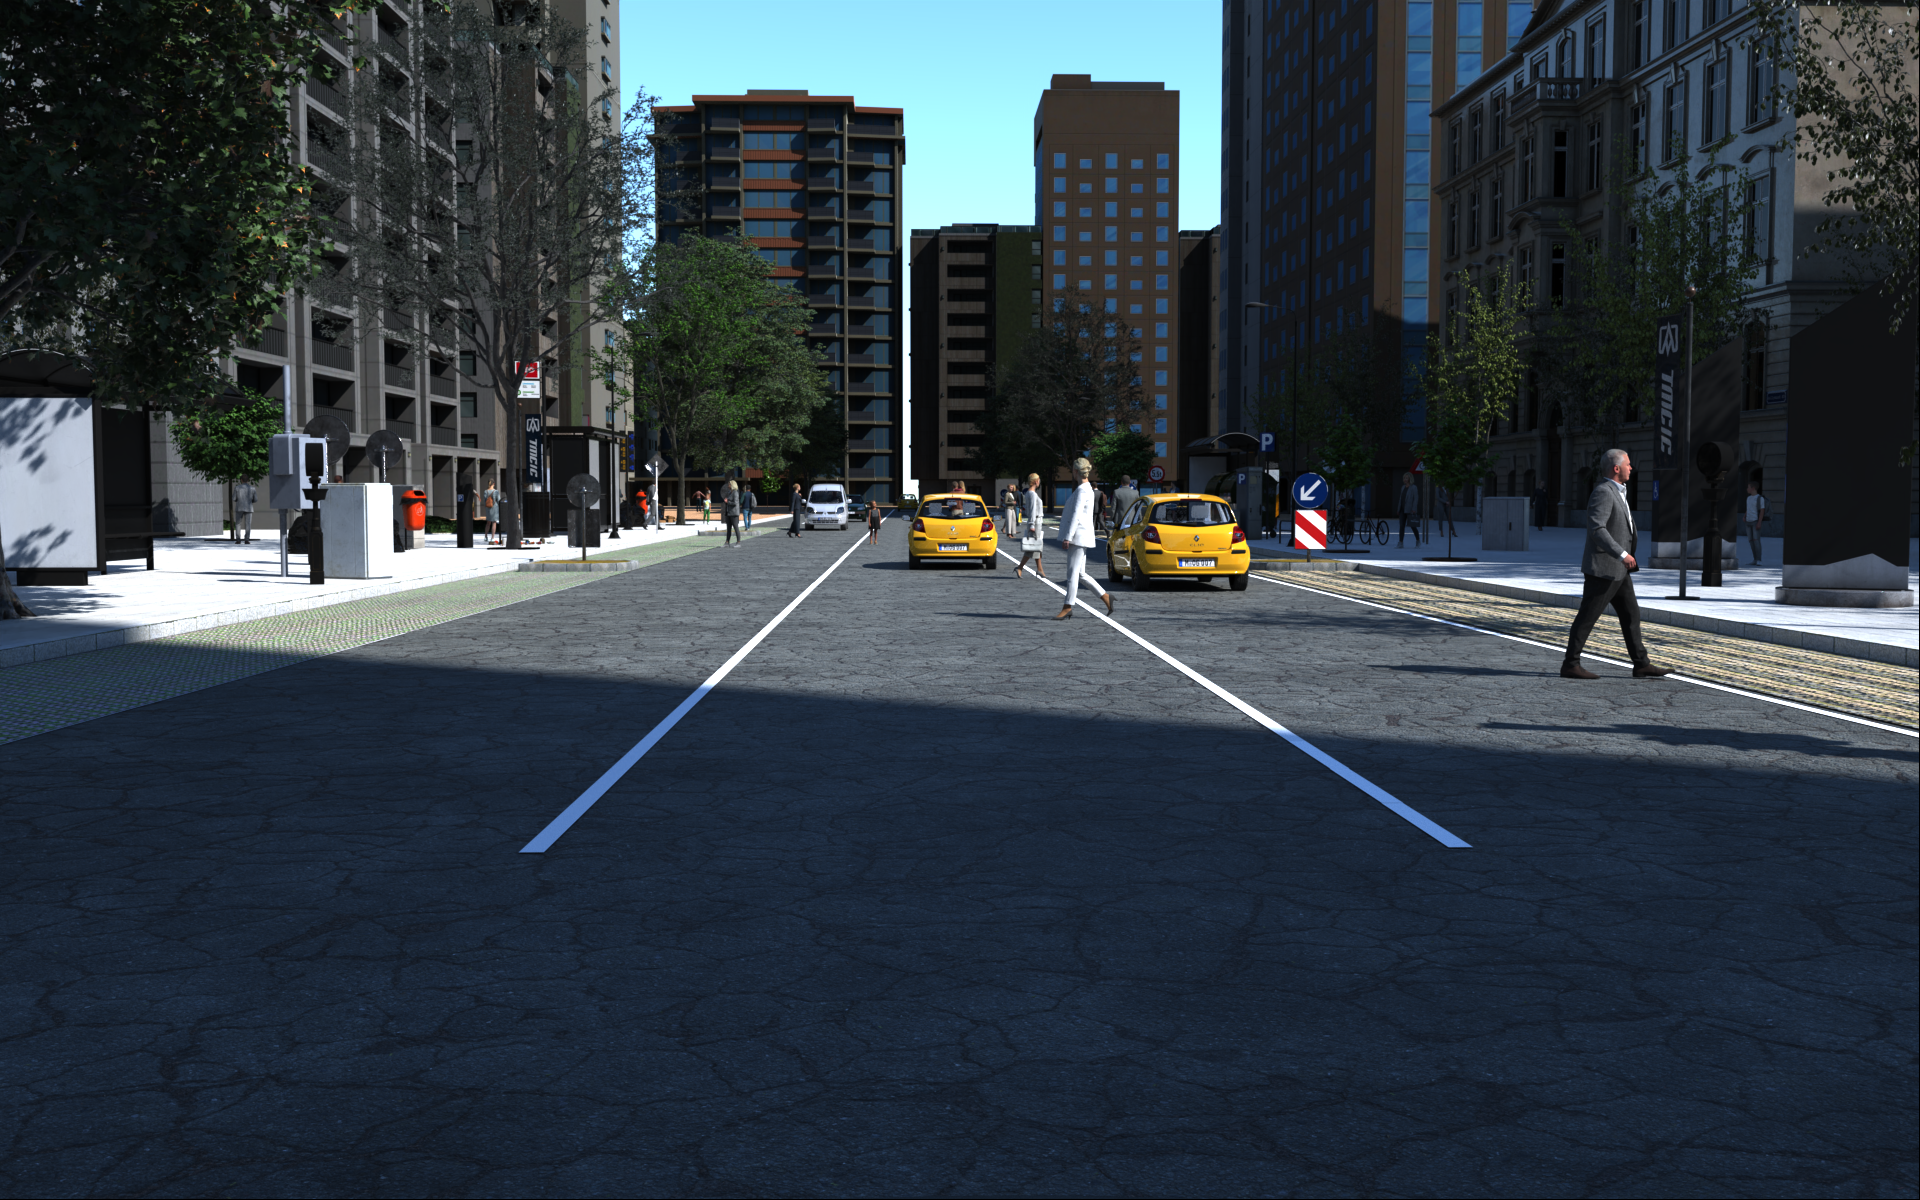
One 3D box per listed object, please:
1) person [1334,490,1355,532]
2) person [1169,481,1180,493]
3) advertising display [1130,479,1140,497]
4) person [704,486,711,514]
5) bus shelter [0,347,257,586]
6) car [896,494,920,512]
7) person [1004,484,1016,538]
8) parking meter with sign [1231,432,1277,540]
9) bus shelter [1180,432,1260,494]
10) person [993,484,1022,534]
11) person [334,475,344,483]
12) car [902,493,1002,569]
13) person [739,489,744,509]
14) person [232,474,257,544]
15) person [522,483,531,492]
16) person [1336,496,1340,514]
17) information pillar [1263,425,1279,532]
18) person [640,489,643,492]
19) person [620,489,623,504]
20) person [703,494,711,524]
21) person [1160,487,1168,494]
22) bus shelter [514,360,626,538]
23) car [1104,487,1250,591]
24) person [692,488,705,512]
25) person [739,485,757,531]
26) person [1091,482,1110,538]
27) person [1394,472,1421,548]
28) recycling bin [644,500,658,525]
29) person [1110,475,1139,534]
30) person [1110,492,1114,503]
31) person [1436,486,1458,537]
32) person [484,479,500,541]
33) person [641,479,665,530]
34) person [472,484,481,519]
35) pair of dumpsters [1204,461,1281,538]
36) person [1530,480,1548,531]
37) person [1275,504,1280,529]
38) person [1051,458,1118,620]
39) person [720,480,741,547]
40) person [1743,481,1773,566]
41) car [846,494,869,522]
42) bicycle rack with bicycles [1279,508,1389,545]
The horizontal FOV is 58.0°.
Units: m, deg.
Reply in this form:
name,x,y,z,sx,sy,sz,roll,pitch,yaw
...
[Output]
name,x,y,z,sx,sy,sz,roll,pitch,yaw
person,13.078,-3.206,58.739,0.850,1.792,0.678,-2,4,-32
person,8.834,-3.988,71.266,0.654,1.822,0.581,-3,4,-37
advertising display,7.257,-4.131,72.761,0.123,1.923,0.974,-2,4,-26
person,-16.163,-6.414,110.919,0.705,1.824,1.348,-1,4,-19
bus shelter,-12.833,-1.999,26.614,2.014,3.302,5.546,0,4,-2
car,-4.330,-8.151,143.487,2.015,1.641,3.980,0,4,-2
person,1.658,-2.893,56.343,0.362,1.759,0.519,2,4,27
parking meter with sign,8.083,-3.196,48.521,1.738,3.016,0.543,-3,5,-40
bus shelter,8.962,-4.005,59.411,2.014,3.302,5.546,0,4,-1
person,1.534,-3.303,62.720,1.509,1.804,0.699,2,4,27
person,-15.560,-2.268,43.696,0.480,1.755,0.524,3,5,42
car,-0.159,-1.475,34.339,2.015,1.641,3.980,0,4,-1
person,-18.971,-8.754,149.959,0.721,1.735,1.217,0,3,0
person,-18.425,-2.344,44.574,0.606,1.804,0.583,-2,4,-33
person,-18.483,-4.110,73.793,0.519,1.759,0.362,-2,4,-25
person,15.759,-3.699,71.529,0.505,1.210,0.382,-2,4,-35
information pillar,10.589,-4.130,58.887,0.504,3.616,0.183,0,4,5
person,-28.860,-9.167,156.376,0.568,1.767,0.683,0,4,1
person,-14.216,-4.005,71.694,0.661,1.801,0.590,1,4,17
person,-10.736,-3.859,73.382,0.306,1.304,0.590,-2,4,-24
person,13.784,-6.722,116.680,1.217,1.736,0.721,0,4,7
bus shelter,-12.354,-4.717,54.762,2.179,5.291,8.768,0,4,-2
car,3.334,-1.030,27.061,2.015,1.641,3.980,0,4,-3
person,-18.924,-7.275,125.692,1.217,1.736,0.721,1,4,20
person,-8.065,-3.485,65.830,0.623,1.781,0.721,-3,5,-44
person,4.440,-2.919,56.190,0.822,1.834,0.622,3,5,44
person,10.653,-2.121,40.910,0.728,1.800,0.709,-2,4,-27
recycling bin,-13.061,-3.670,72.556,0.722,1.027,0.722,-1,4,-20
person,3.368,-1.611,34.939,0.694,1.812,0.767,0,4,-4
person,9.077,-5.703,102.508,0.599,1.433,0.991,-1,4,-18
person,14.610,-2.793,51.986,0.520,1.790,0.573,-3,4,-38
person,-12.666,-2.435,46.852,0.512,1.701,0.522,0,4,2
person,-10.971,-3.412,61.928,0.850,1.850,0.679,-1,4,-15
person,-23.776,-4.774,84.100,1.348,1.824,0.705,1,4,23
pair of dumpsters,8.554,-3.059,52.516,1.574,2.255,4.437,0,4,-2
person,20.334,-3.320,60.752,0.576,1.772,0.534,-1,4,-12
person,11.426,-3.187,62.817,0.362,1.253,0.373,1,4,9
person,1.428,-0.694,19.729,0.818,1.842,0.514,-1,4,-10
person,-6.145,-2.312,46.480,0.526,1.800,0.537,-1,4,-22
person,14.322,-1.377,31.155,0.523,1.515,0.503,-3,5,-43
car,-5.710,-4.913,90.114,2.009,1.686,4.222,0,4,-3
bicycle rack with bicycles,9.420,-1.899,44.424,2.852,0.926,2.925,0,4,-7
